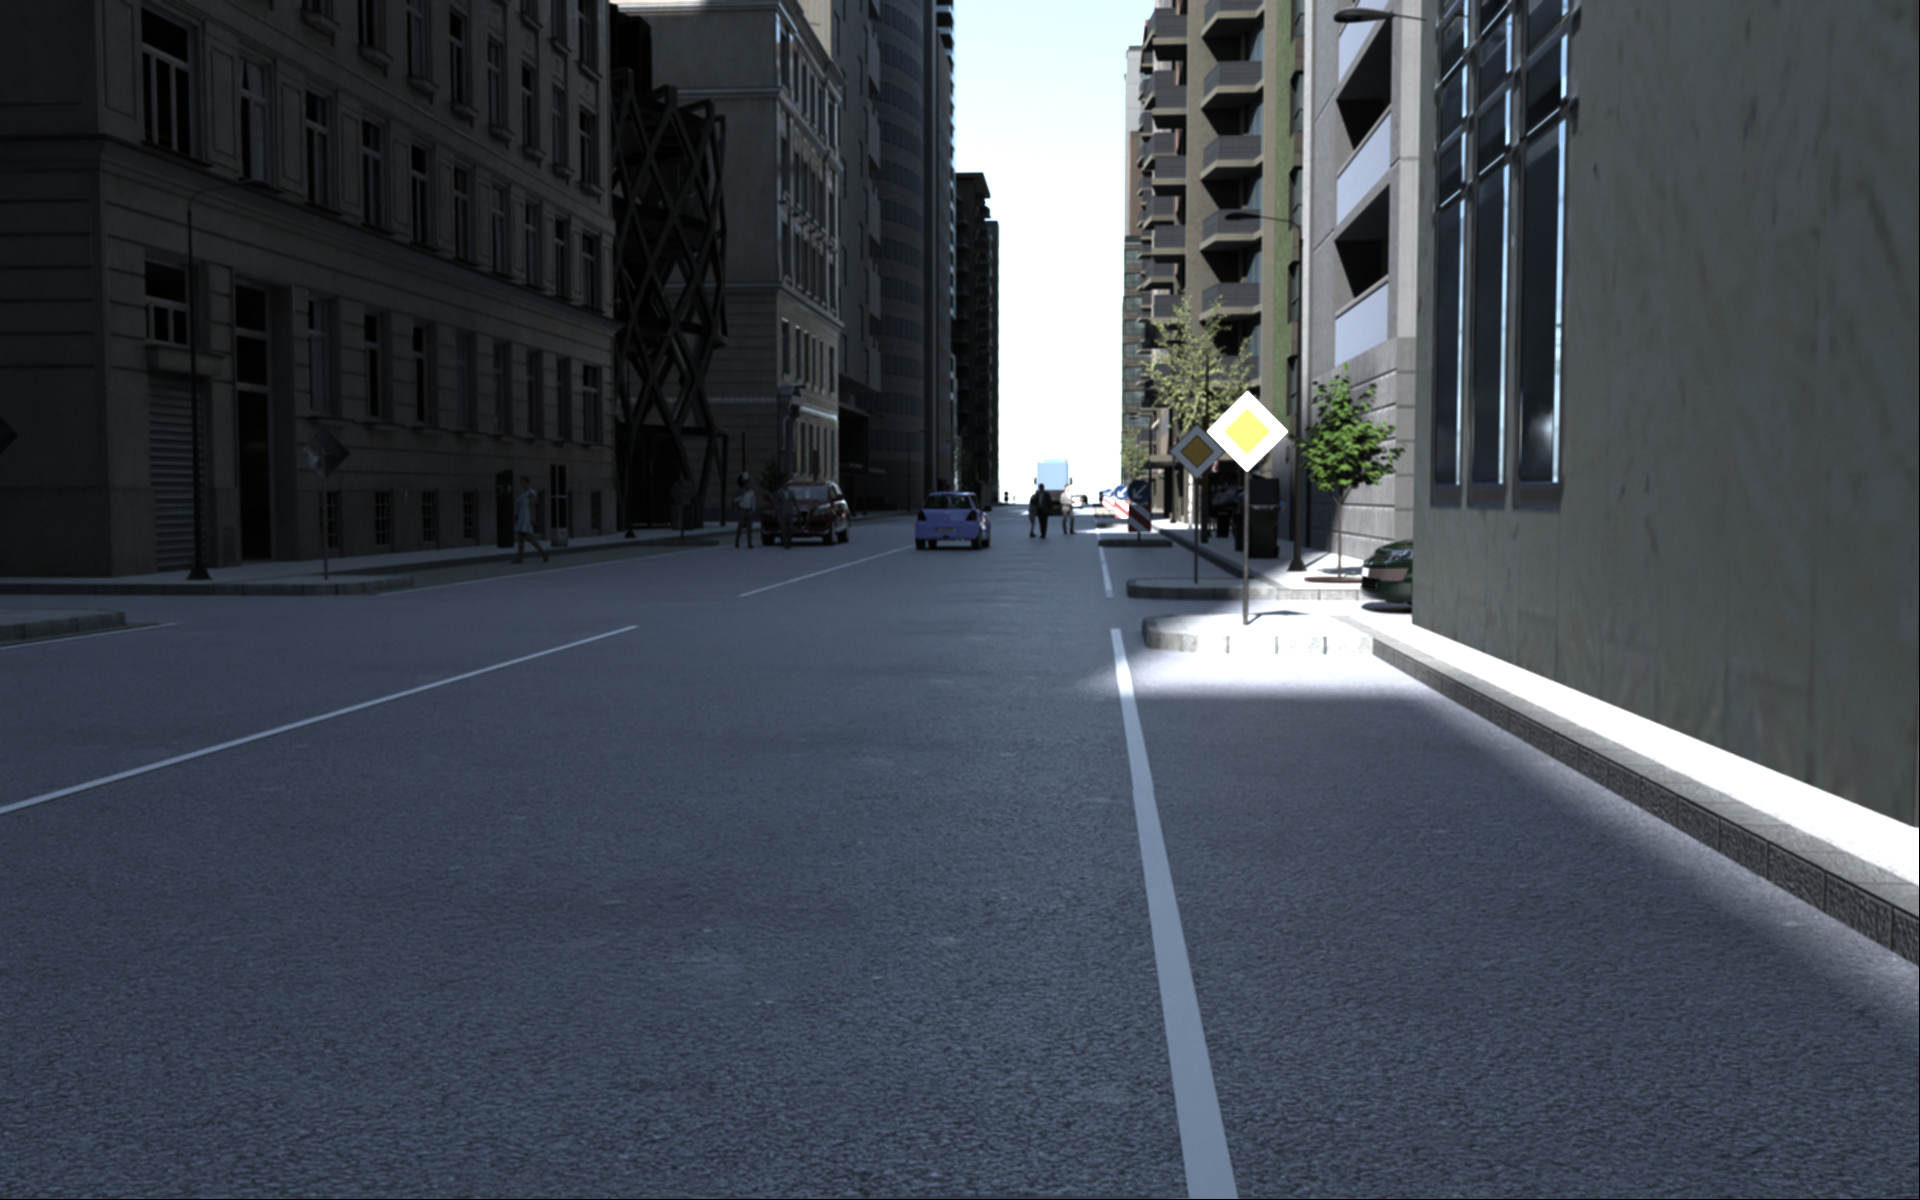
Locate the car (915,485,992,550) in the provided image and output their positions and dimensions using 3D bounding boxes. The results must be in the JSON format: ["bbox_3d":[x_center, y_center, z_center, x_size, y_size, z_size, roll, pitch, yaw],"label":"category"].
[{"bbox_3d":[-0.156,-2.220,45.896,1.945,1.707,3.694,0,4,6],"label":"car"}]

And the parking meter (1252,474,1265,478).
[{"bbox_3d":[8.750,-2.754,50.732,0.399,1.863,0.255,0,4,-6],"label":"parking meter"}]

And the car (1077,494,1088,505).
[{"bbox_3d":[16.719,-14.066,239.021,2.155,1.783,4.494,0,4,2],"label":"car"}]

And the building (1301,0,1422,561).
[{"bbox_3d":[21.788,-29.941,31.539,28.212,58.520,21.231,0,4,4],"label":"building"}]

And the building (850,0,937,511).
[{"bbox_3d":[-13.662,-36.810,143.842,21.231,58.520,28.212,0,4,4],"label":"building"}]

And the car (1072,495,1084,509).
[{"bbox_3d":[11.008,-9.556,168.609,2.083,1.381,4.827,0,4,5],"label":"car"}]

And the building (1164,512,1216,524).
[{"bbox_3d":[19.925,-26.095,81.270,22.147,44.769,28.867,0,4,4],"label":"building"}]

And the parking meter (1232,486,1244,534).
[{"bbox_3d":[8.870,-2.868,55.298,0.372,1.533,0.369,0,3,0],"label":"parking meter"}]

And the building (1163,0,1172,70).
[{"bbox_3d":[20.183,-28.178,110.823,14.600,45.320,14.200,0,4,4],"label":"building"}]

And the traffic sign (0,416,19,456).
[{"bbox_3d":[-10.071,-0.869,17.850,0.795,2.450,0.064,0,4,4],"label":"traffic sign"}]

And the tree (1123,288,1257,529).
[{"bbox_3d":[8.645,-6.886,62.956,4.737,8.622,4.395,0,3,0],"label":"tree"}]

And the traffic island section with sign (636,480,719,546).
[{"bbox_3d":[-7.798,-2.420,48.189,1.989,1.847,2.006,0,4,4],"label":"traffic island section with sign"}]

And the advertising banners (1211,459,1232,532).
[{"bbox_3d":[9.052,-3.832,58.838,0.090,3.025,2.074,-1,4,-23],"label":"advertising banners"}]

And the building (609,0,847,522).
[{"bbox_3d":[-13.776,-18.537,88.989,13.634,28.700,20.117,0,4,4],"label":"building"}]

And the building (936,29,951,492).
[{"bbox_3d":[-8.335,-31.525,165.542,14.600,45.320,14.200,0,4,4],"label":"building"}]

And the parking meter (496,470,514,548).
[{"bbox_3d":[-10.885,-2.184,41.414,0.255,1.863,0.399,1,4,20],"label":"parking meter"}]

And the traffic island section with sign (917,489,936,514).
[{"bbox_3d":[-2.029,-7.080,124.382,1.989,1.847,2.006,0,4,4],"label":"traffic island section with sign"}]

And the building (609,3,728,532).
[{"bbox_3d":[-17.519,-12.083,65.007,16.820,18.784,16.811,0,4,4],"label":"building"}]

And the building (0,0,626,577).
[{"bbox_3d":[-19.204,-12.683,40.646,16.112,22.955,30.059,0,4,4],"label":"building"}]

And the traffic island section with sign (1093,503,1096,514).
[{"bbox_3d":[6.857,-4.037,74.634,1.989,1.847,2.006,0,4,4],"label":"traffic island section with sign"}]

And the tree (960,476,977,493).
[{"bbox_3d":[0.986,-12.009,190.953,1.663,3.219,1.824,0,3,0],"label":"tree"}]

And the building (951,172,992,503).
[{"bbox_3d":[-7.297,-35.219,230.457,22.147,44.769,28.867,0,4,4],"label":"building"}]

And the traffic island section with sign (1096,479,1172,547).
[{"bbox_3d":[4.817,-2.393,47.746,1.989,1.847,2.006,0,4,4],"label":"traffic island section with sign"}]

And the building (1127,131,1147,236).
[{"bbox_3d":[27.160,-34.151,208.483,14.600,45.320,14.200,0,4,4],"label":"building"}]

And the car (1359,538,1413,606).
[{"bbox_3d":[7.005,-0.683,20.959,4.222,1.686,2.009,0,4,4],"label":"car"}]

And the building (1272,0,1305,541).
[{"bbox_3d":[16.472,-17.171,52.450,14.160,30.474,14.107,0,4,4],"label":"building"}]

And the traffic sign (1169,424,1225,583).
[{"bbox_3d":[3.389,-1.295,24.821,0.795,2.450,0.064,0,4,4],"label":"traffic sign"}]

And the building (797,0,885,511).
[{"bbox_3d":[-19.947,-32.191,115.560,28.713,52.752,27.495,0,4,4],"label":"building"}]

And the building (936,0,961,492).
[{"bbox_3d":[-10.604,-54.221,199.182,22.319,86.520,31.000,0,4,4],"label":"building"}]

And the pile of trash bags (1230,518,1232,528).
[{"bbox_3d":[11.182,-3.448,66.127,1.912,1.369,3.447,-1,4,-12],"label":"pile of trash bags"}]

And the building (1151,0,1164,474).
[{"bbox_3d":[28.447,-33.125,130.840,28.713,52.752,27.495,0,4,4],"label":"building"}]

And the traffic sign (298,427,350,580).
[{"bbox_3d":[-9.467,-1.356,25.812,0.795,2.450,0.064,0,4,4],"label":"traffic sign"}]

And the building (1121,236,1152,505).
[{"bbox_3d":[25.321,-25.858,194.473,14.160,30.474,14.107,0,4,4],"label":"building"}]

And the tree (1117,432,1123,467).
[{"bbox_3d":[18.408,-14.243,183.230,4.737,8.622,4.395,0,3,0],"label":"tree"}]

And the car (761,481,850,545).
[{"bbox_3d":[-4.421,-2.530,50.036,2.281,1.827,5.304,0,4,3],"label":"car"}]

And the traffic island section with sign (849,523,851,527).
[{"bbox_3d":[-5.764,-4.064,75.068,1.989,1.847,2.006,0,4,4],"label":"traffic island section with sign"}]

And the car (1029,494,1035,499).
[{"bbox_3d":[9.636,-12.631,215.561,2.155,1.783,4.494,0,4,4],"label":"car"}]

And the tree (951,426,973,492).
[{"bbox_3d":[-0.443,-13.915,177.865,4.360,8.622,3.978,0,3,0],"label":"tree"}]

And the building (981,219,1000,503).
[{"bbox_3d":[-1.626,-34.769,252.059,14.154,41.232,14.086,0,4,4],"label":"building"}]

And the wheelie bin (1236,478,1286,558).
[{"bbox_3d":[6.036,-1.643,34.764,0.980,1.594,0.693,0,4,7],"label":"wheelie bin"}]

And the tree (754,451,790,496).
[{"bbox_3d":[-8.491,-5.095,77.912,1.663,3.219,1.824,0,3,0],"label":"tree"}]

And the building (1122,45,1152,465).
[{"bbox_3d":[32.141,-42.014,228.931,21.231,58.520,28.212,0,4,4],"label":"building"}]

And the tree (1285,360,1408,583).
[{"bbox_3d":[5.544,-1.869,25.152,1.663,3.219,1.824,0,3,0],"label":"tree"}]

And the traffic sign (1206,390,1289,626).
[{"bbox_3d":[2.785,-0.808,16.859,0.795,2.450,0.064,0,4,4],"label":"traffic sign"}]

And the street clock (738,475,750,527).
[{"bbox_3d":[-8.204,-3.740,65.726,0.471,2.002,0.358,3,5,43],"label":"street clock"}]
